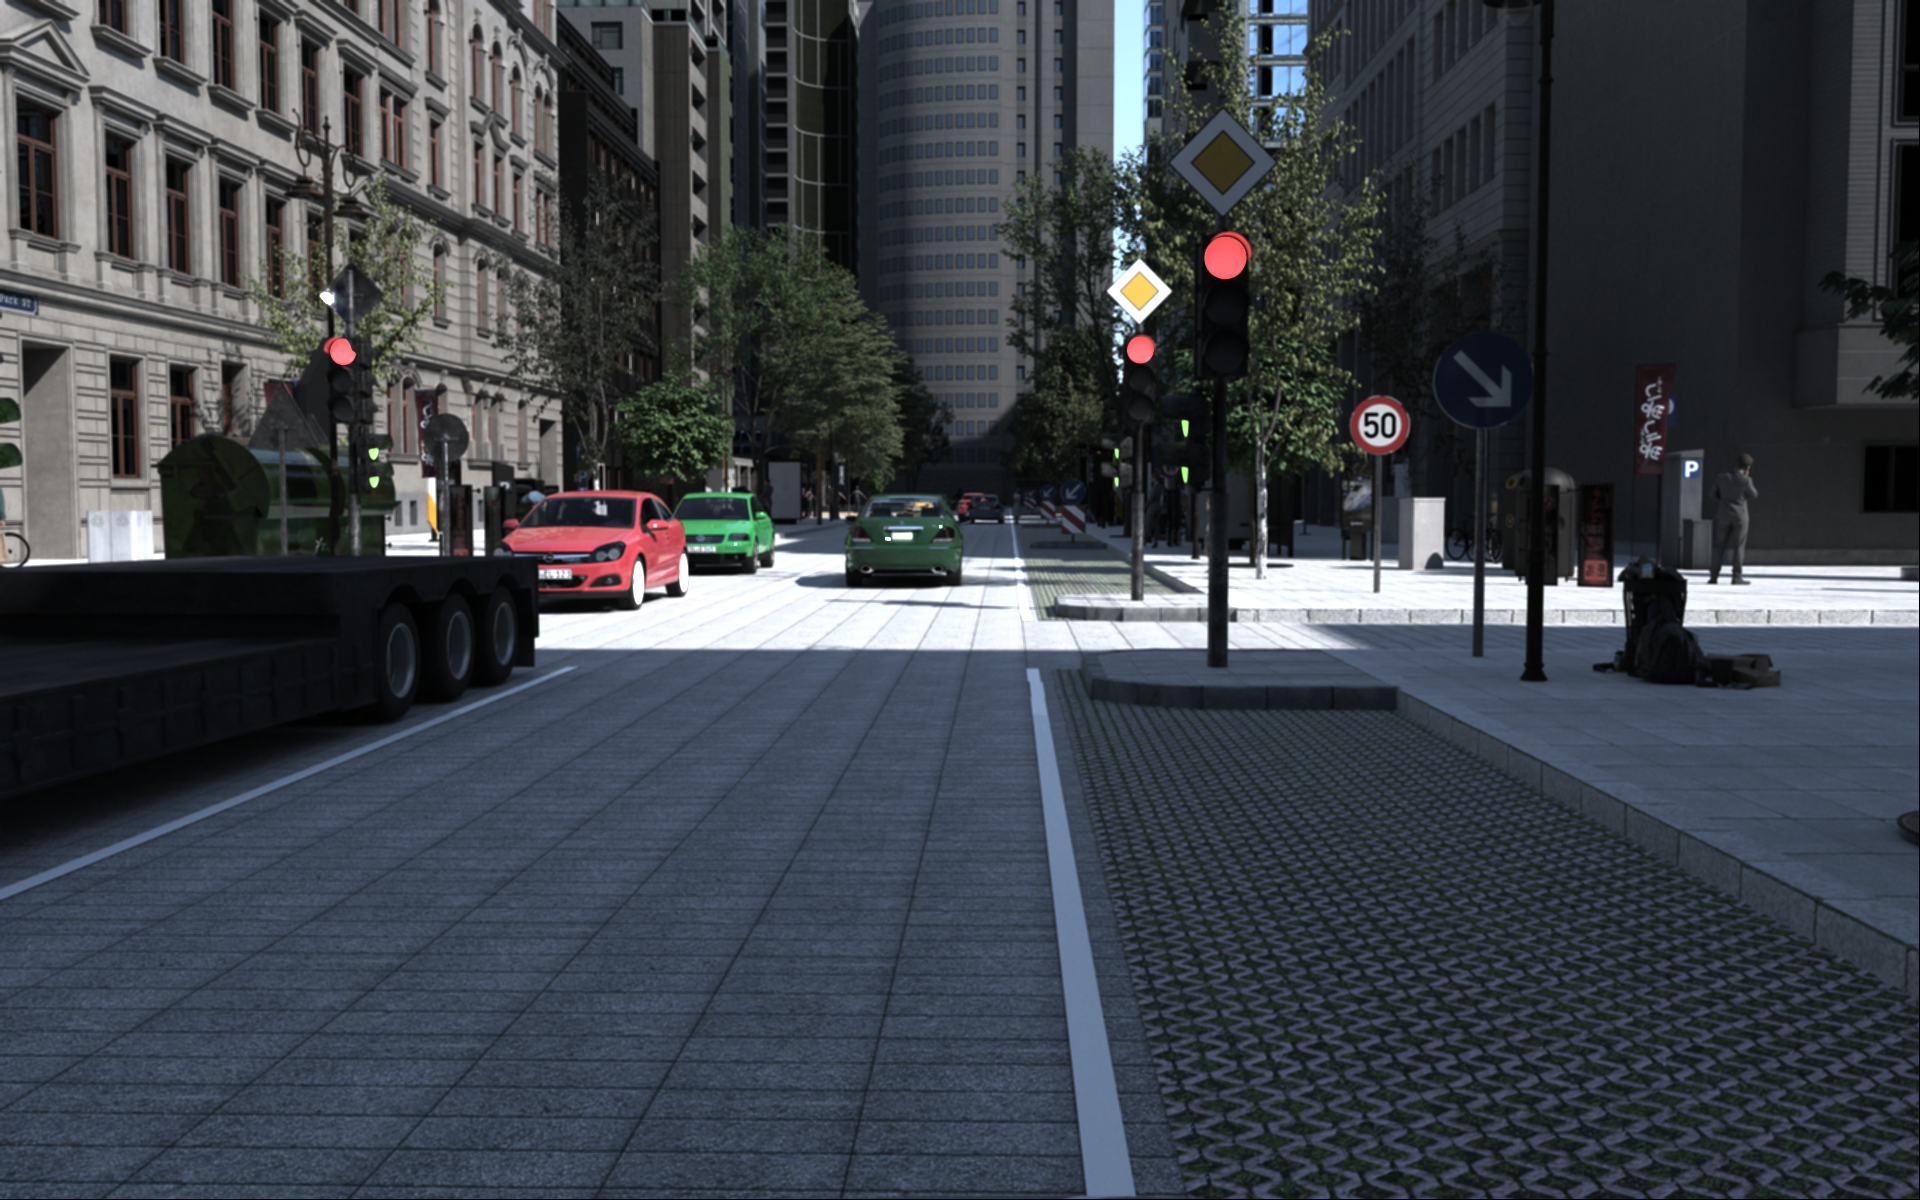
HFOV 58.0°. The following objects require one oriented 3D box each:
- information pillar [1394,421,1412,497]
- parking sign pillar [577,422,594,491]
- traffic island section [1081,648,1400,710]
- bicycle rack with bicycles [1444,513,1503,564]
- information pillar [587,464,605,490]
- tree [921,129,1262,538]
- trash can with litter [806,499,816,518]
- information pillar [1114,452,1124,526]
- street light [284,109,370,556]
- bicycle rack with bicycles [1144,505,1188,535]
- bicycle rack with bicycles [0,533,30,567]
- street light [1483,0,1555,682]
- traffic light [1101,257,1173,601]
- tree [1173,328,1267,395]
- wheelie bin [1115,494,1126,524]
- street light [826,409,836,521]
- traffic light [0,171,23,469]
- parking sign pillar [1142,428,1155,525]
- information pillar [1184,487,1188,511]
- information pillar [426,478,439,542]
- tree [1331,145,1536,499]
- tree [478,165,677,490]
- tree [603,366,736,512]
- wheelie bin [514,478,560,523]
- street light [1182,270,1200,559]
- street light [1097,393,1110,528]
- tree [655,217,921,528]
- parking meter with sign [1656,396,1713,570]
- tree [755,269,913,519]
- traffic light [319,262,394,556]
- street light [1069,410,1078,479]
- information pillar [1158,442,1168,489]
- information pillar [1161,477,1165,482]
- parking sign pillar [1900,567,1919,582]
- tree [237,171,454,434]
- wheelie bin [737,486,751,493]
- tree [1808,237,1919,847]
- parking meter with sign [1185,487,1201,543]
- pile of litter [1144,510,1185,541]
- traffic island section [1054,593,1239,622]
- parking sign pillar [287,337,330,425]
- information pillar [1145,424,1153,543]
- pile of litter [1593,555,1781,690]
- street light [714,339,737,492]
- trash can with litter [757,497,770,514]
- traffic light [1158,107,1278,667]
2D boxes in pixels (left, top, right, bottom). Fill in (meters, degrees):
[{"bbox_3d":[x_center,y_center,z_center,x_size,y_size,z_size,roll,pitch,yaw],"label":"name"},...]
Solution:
[{"bbox_3d":[12.119,-3.429,47.411,0.504,3.616,0.183,3,5,44],"label":"information pillar"},{"bbox_3d":[-13.817,-4.626,64.103,1.447,3.967,1.447,0,4,0],"label":"parking sign pillar"},{"bbox_3d":[1.937,0.575,12.879,2.009,0.180,2.903,0,4,2],"label":"traffic island section"},{"bbox_3d":[9.502,-1.164,32.406,2.852,0.926,2.925,0,4,-2],"label":"bicycle rack with bicycles"},{"bbox_3d":[-8.825,-2.295,42.008,0.304,2.012,0.304,2,4,34],"label":"information pillar"},{"bbox_3d":[4.936,-7.650,50.833,9.928,11.665,9.643,0,3,0],"label":"tree"},{"bbox_3d":[-8.017,-5.072,94.312,1.055,1.170,0.624,0,4,0],"label":"trash can with litter"},{"bbox_3d":[6.398,-4.797,69.785,0.183,3.616,0.504,3,4,39],"label":"information pillar"},{"bbox_3d":[-7.738,-2.969,21.332,0.468,5.910,1.993,0,4,2],"label":"street light"},{"bbox_3d":[7.046,-2.501,54.277,2.925,0.926,2.852,-1,4,-12],"label":"bicycle rack with bicycles"},{"bbox_3d":[-17.284,-0.966,29.177,2.925,0.926,2.852,-1,4,-17],"label":"bicycle rack with bicycles"},{"bbox_3d":[3.954,-2.383,11.756,0.468,5.910,1.993,0,4,2],"label":"street light"},{"bbox_3d":[2.116,-1.947,20.749,0.839,4.253,0.868,0,4,2],"label":"traffic light"},{"bbox_3d":[10.473,-7.151,67.281,4.360,8.622,3.978,0,3,0],"label":"tree"},{"bbox_3d":[6.963,-4.027,73.754,0.980,1.594,0.693,1,4,14],"label":"wheelie bin"},{"bbox_3d":[-6.123,-6.680,82.013,0.468,5.910,1.993,0,4,2],"label":"street light"},{"bbox_3d":[-7.561,-1.473,13.010,0.839,4.253,0.868,0,4,2],"label":"traffic light"},{"bbox_3d":[7.777,-5.078,71.490,1.447,3.967,1.447,1,4,9],"label":"parking sign pillar"},{"bbox_3d":[9.849,-5.057,74.035,0.504,3.616,0.183,0,4,7],"label":"information pillar"},{"bbox_3d":[-14.129,-3.362,46.330,0.183,3.616,0.504,1,4,9],"label":"information pillar"},{"bbox_3d":[9.666,-5.284,36.753,4.360,8.622,3.978,0,3,0],"label":"tree"},{"bbox_3d":[-8.257,-5.363,38.053,4.360,8.622,3.978,0,3,0],"label":"tree"},{"bbox_3d":[-7.444,-3.726,44.634,4.285,4.588,4.351,0,3,0],"label":"tree"},{"bbox_3d":[-9.729,-1.922,39.329,0.980,1.594,0.693,1,4,20],"label":"wheelie bin"},{"bbox_3d":[4.645,-3.743,33.983,0.468,5.910,1.993,0,4,2],"label":"street light"},{"bbox_3d":[5.402,-5.630,64.846,0.468,5.910,1.993,0,4,2],"label":"street light"},{"bbox_3d":[-7.696,-8.577,65.994,9.928,11.665,9.643,0,3,0],"label":"tree"},{"bbox_3d":[12.480,-2.062,29.974,0.543,3.016,1.738,0,4,-3],"label":"parking meter with sign"},{"bbox_3d":[-6.766,-10.383,87.895,7.486,12.596,7.792,0,3,0],"label":"tree"},{"bbox_3d":[-7.342,-1.962,20.992,0.839,4.253,0.868,0,4,2],"label":"traffic light"},{"bbox_3d":[6.236,-7.503,95.460,0.468,5.910,1.993,0,4,2],"label":"street light"},{"bbox_3d":[9.027,-5.252,77.224,0.504,3.616,0.183,2,4,29],"label":"information pillar"},{"bbox_3d":[8.635,-4.274,74.369,0.304,2.012,0.304,0,4,8],"label":"information pillar"},{"bbox_3d":[14.722,-2.264,25.485,1.447,3.967,1.447,-3,5,-41],"label":"parking sign pillar"},{"bbox_3d":[-13.566,-5.408,38.784,4.737,8.622,4.395,0,3,0],"label":"tree"},{"bbox_3d":[-8.791,-3.790,69.878,0.693,1.594,0.980,-2,4,-33],"label":"wheelie bin"},{"bbox_3d":[3.965,-0.702,6.082,1.663,3.219,1.824,0,3,0],"label":"tree"},{"bbox_3d":[6.332,-3.025,45.716,0.543,3.016,1.738,-1,4,-8],"label":"parking meter with sign"},{"bbox_3d":[5.655,-2.092,48.163,1.719,0.858,1.176,1,4,9],"label":"pile of litter"},{"bbox_3d":[2.156,0.087,20.862,2.009,0.180,2.903,0,4,2],"label":"traffic island section"},{"bbox_3d":[-10.985,-2.492,29.213,1.447,3.967,1.447,0,4,-2],"label":"parking sign pillar"},{"bbox_3d":[4.998,-3.324,45.705,0.183,3.616,0.504,0,4,5],"label":"information pillar"},{"bbox_3d":[5.116,0.108,12.206,1.176,0.858,1.719,1,4,14],"label":"pile of litter"},{"bbox_3d":[-6.975,-4.825,51.674,0.468,5.910,1.993,0,4,2],"label":"street light"},{"bbox_3d":[-6.608,-2.839,57.803,0.624,1.170,1.055,-1,4,-11],"label":"trash can with litter"},{"bbox_3d":[1.897,-1.458,12.767,0.839,4.253,0.868,0,4,2],"label":"traffic light"}]
